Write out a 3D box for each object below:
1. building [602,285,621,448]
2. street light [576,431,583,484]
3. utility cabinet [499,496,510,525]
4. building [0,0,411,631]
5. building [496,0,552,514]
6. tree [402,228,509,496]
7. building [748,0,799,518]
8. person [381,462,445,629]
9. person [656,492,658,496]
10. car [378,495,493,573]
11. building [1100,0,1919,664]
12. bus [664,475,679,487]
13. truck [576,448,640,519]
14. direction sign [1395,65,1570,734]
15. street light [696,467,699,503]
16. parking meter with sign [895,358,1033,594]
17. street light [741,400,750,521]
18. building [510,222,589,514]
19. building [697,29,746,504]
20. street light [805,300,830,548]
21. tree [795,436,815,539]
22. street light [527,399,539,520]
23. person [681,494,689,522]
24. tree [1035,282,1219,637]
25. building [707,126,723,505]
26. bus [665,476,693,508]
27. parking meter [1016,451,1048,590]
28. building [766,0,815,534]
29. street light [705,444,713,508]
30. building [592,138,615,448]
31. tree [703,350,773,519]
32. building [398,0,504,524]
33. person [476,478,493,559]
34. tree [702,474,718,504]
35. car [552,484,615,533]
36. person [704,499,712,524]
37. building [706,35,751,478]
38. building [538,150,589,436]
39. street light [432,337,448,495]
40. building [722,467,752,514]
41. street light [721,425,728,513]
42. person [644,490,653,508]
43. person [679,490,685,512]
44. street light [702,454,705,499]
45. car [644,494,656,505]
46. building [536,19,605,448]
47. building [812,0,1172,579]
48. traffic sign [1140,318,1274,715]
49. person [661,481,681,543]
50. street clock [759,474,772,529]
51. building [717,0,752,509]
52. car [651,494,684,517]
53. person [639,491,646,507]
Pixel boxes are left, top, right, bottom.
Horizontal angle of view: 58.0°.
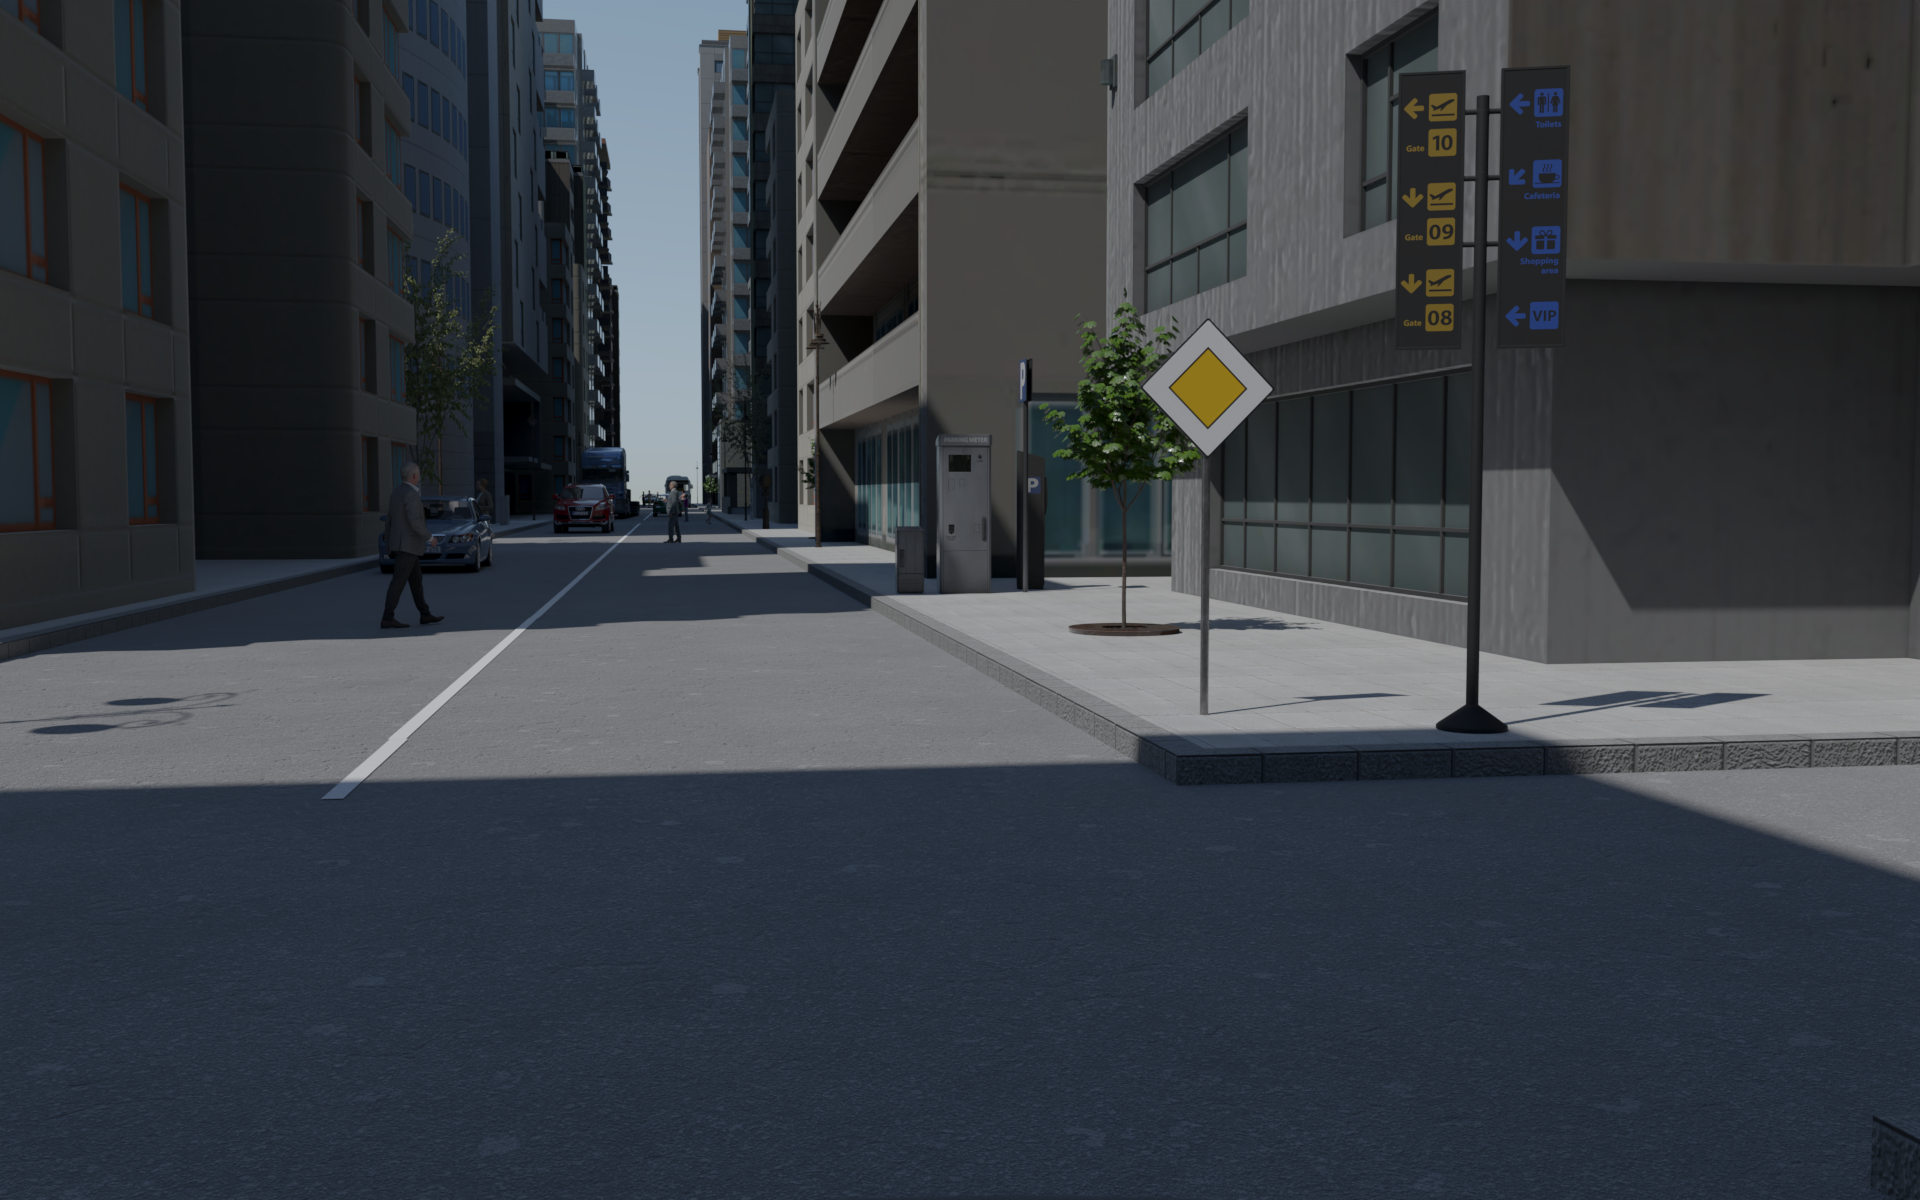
[{"bbox_3d":[-52.296,-27.975,229.096,14.160,30.474,14.107,-1,4,-9],"label":"building"},{"bbox_3d":[-27.821,-9.421,126.824,0.468,5.910,1.993,-1,4,-9],"label":"street light"},{"bbox_3d":[-18.811,-3.692,71.527,0.306,1.237,1.020,0,4,-8],"label":"utility cabinet"},{"bbox_3d":[-24.727,-11.060,25.873,27.650,21.520,28.899,-1,4,-9],"label":"building"},{"bbox_3d":[-36.939,-30.829,93.286,28.713,52.752,27.495,-1,4,-9],"label":"building"},{"bbox_3d":[-14.576,-5.922,47.191,4.737,8.622,4.395,0,3,0],"label":"tree"},{"bbox_3d":[-4.928,-19.970,98.217,14.160,30.474,14.107,-1,4,-9],"label":"building"},{"bbox_3d":[-5.894,-0.600,18.705,0.661,1.777,0.834,3,5,42],"label":"person"},{"bbox_3d":[-40.627,-13.665,232.440,1.217,1.766,0.721,-3,5,-43],"label":"person"},{"bbox_3d":[-9.924,-1.283,32.987,2.014,1.417,4.499,-1,4,-11],"label":"car"},{"bbox_3d":[9.788,-14.954,16.206,14.107,30.474,14.160,-1,4,-9],"label":"building"},{"bbox_3d":[-37.369,-14.440,227.643,2.896,3.916,12.252,-1,4,-10],"label":"bus"},{"bbox_3d":[-21.278,-7.106,105.947,2.967,4.110,18.799,0,4,-8],"label":"truck"},{"bbox_3d":[2.789,-1.060,9.333,0.876,3.537,0.379,1,4,12],"label":"direction sign"},{"bbox_3d":[-36.615,-16.427,241.369,0.468,5.910,1.993,-1,4,-9],"label":"street light"},{"bbox_3d":[0.034,-1.599,22.407,1.738,3.016,0.543,0,4,-7],"label":"parking meter with sign"},{"bbox_3d":[-10.348,-6.773,83.526,0.468,5.910,1.993,-1,4,-9],"label":"street light"},{"bbox_3d":[-41.110,-16.975,122.580,27.650,21.520,28.899,-1,4,-9],"label":"building"},{"bbox_3d":[-23.677,-41.991,228.554,21.231,58.520,28.212,-1,4,-9],"label":"building"},{"bbox_3d":[-3.402,-4.199,41.447,0.468,5.910,1.993,-1,4,-9],"label":"street light"},{"bbox_3d":[-3.973,-3.370,49.699,1.663,3.219,1.824,0,3,0],"label":"tree"},{"bbox_3d":[-20.884,-6.847,84.743,0.468,5.910,1.993,-1,4,-9],"label":"street light"},{"bbox_3d":[-14.214,-4.761,89.571,0.599,1.433,0.991,-2,4,-29],"label":"person"},{"bbox_3d":[1.413,-1.304,15.921,1.663,3.219,1.824,0,3,0],"label":"tree"},{"bbox_3d":[-23.062,-34.097,207.602,14.600,45.320,14.200,-1,4,-9],"label":"building"},{"bbox_3d":[-30.228,-11.698,186.119,2.948,3.499,13.247,-1,4,-8],"label":"bus"},{"bbox_3d":[0.969,-1.079,23.347,0.399,1.863,0.255,0,4,-5],"label":"parking meter"},{"bbox_3d":[6.729,-13.822,71.022,27.650,21.520,28.899,-1,4,-9],"label":"building"},{"bbox_3d":[-22.872,-11.391,159.030,0.468,5.910,1.993,-1,4,-9],"label":"street light"},{"bbox_3d":[-52.888,-33.774,206.824,22.147,44.769,28.867,-1,4,-9],"label":"building"},{"bbox_3d":[-10.698,-8.401,87.721,4.360,8.622,3.978,0,3,0],"label":"tree"},{"bbox_3d":[-28.662,-31.748,61.077,21.231,58.520,28.212,-1,4,-9],"label":"building"},{"bbox_3d":[-10.038,-1.667,36.299,0.362,1.759,0.519,-3,5,-44],"label":"person"},{"bbox_3d":[-23.852,-10.512,166.475,1.663,3.219,1.824,0,3,0],"label":"tree"},{"bbox_3d":[-14.036,-3.431,64.776,2.281,1.827,5.304,-1,4,-9],"label":"car"},{"bbox_3d":[-12.046,-4.245,82.916,0.382,1.210,0.505,0,4,-3],"label":"person"},{"bbox_3d":[-15.333,-34.650,186.137,23.786,49.044,30.456,-1,4,-9],"label":"building"},{"bbox_3d":[-38.556,-22.800,144.482,14.160,30.474,14.107,-1,4,-9],"label":"building"},{"bbox_3d":[-15.245,-4.770,50.776,0.468,5.910,1.993,-1,4,-9],"label":"street light"},{"bbox_3d":[0.011,-26.073,118.180,32.217,40.220,23.993,-1,4,-9],"label":"building"},{"bbox_3d":[-15.807,-8.790,116.506,0.468,5.910,1.993,-1,4,-9],"label":"street light"},{"bbox_3d":[-31.398,-10.178,174.909,1.348,1.824,0.705,3,5,39],"label":"person"},{"bbox_3d":[-21.587,-7.677,134.731,0.721,1.736,1.217,-3,5,-45],"label":"person"},{"bbox_3d":[-29.486,-13.855,199.320,0.468,5.910,1.993,-1,4,-9],"label":"street light"},{"bbox_3d":[-39.366,-12.749,220.251,2.131,1.459,4.920,-1,4,-8],"label":"car"},{"bbox_3d":[-48.215,-34.119,177.456,23.786,49.044,30.456,-1,4,-9],"label":"building"},{"bbox_3d":[8.297,-25.267,36.817,21.300,48.544,21.600,-1,4,-9],"label":"building"},{"bbox_3d":[1.415,-0.389,10.000,0.795,2.450,0.064,-1,4,-9],"label":"traffic sign"},{"bbox_3d":[-8.524,-2.593,51.069,0.590,1.801,0.661,0,4,-2],"label":"person"},{"bbox_3d":[-7.084,-3.584,63.175,0.358,2.002,0.471,3,4,38],"label":"street clock"},{"bbox_3d":[-8.712,-50.801,143.263,22.319,86.520,31.000,-1,4,-9],"label":"building"},{"bbox_3d":[-18.580,-6.009,110.049,2.131,1.459,4.920,-1,4,-9],"label":"car"},{"bbox_3d":[-35.009,-11.129,191.147,1.217,1.739,0.721,3,5,41],"label":"person"}]
